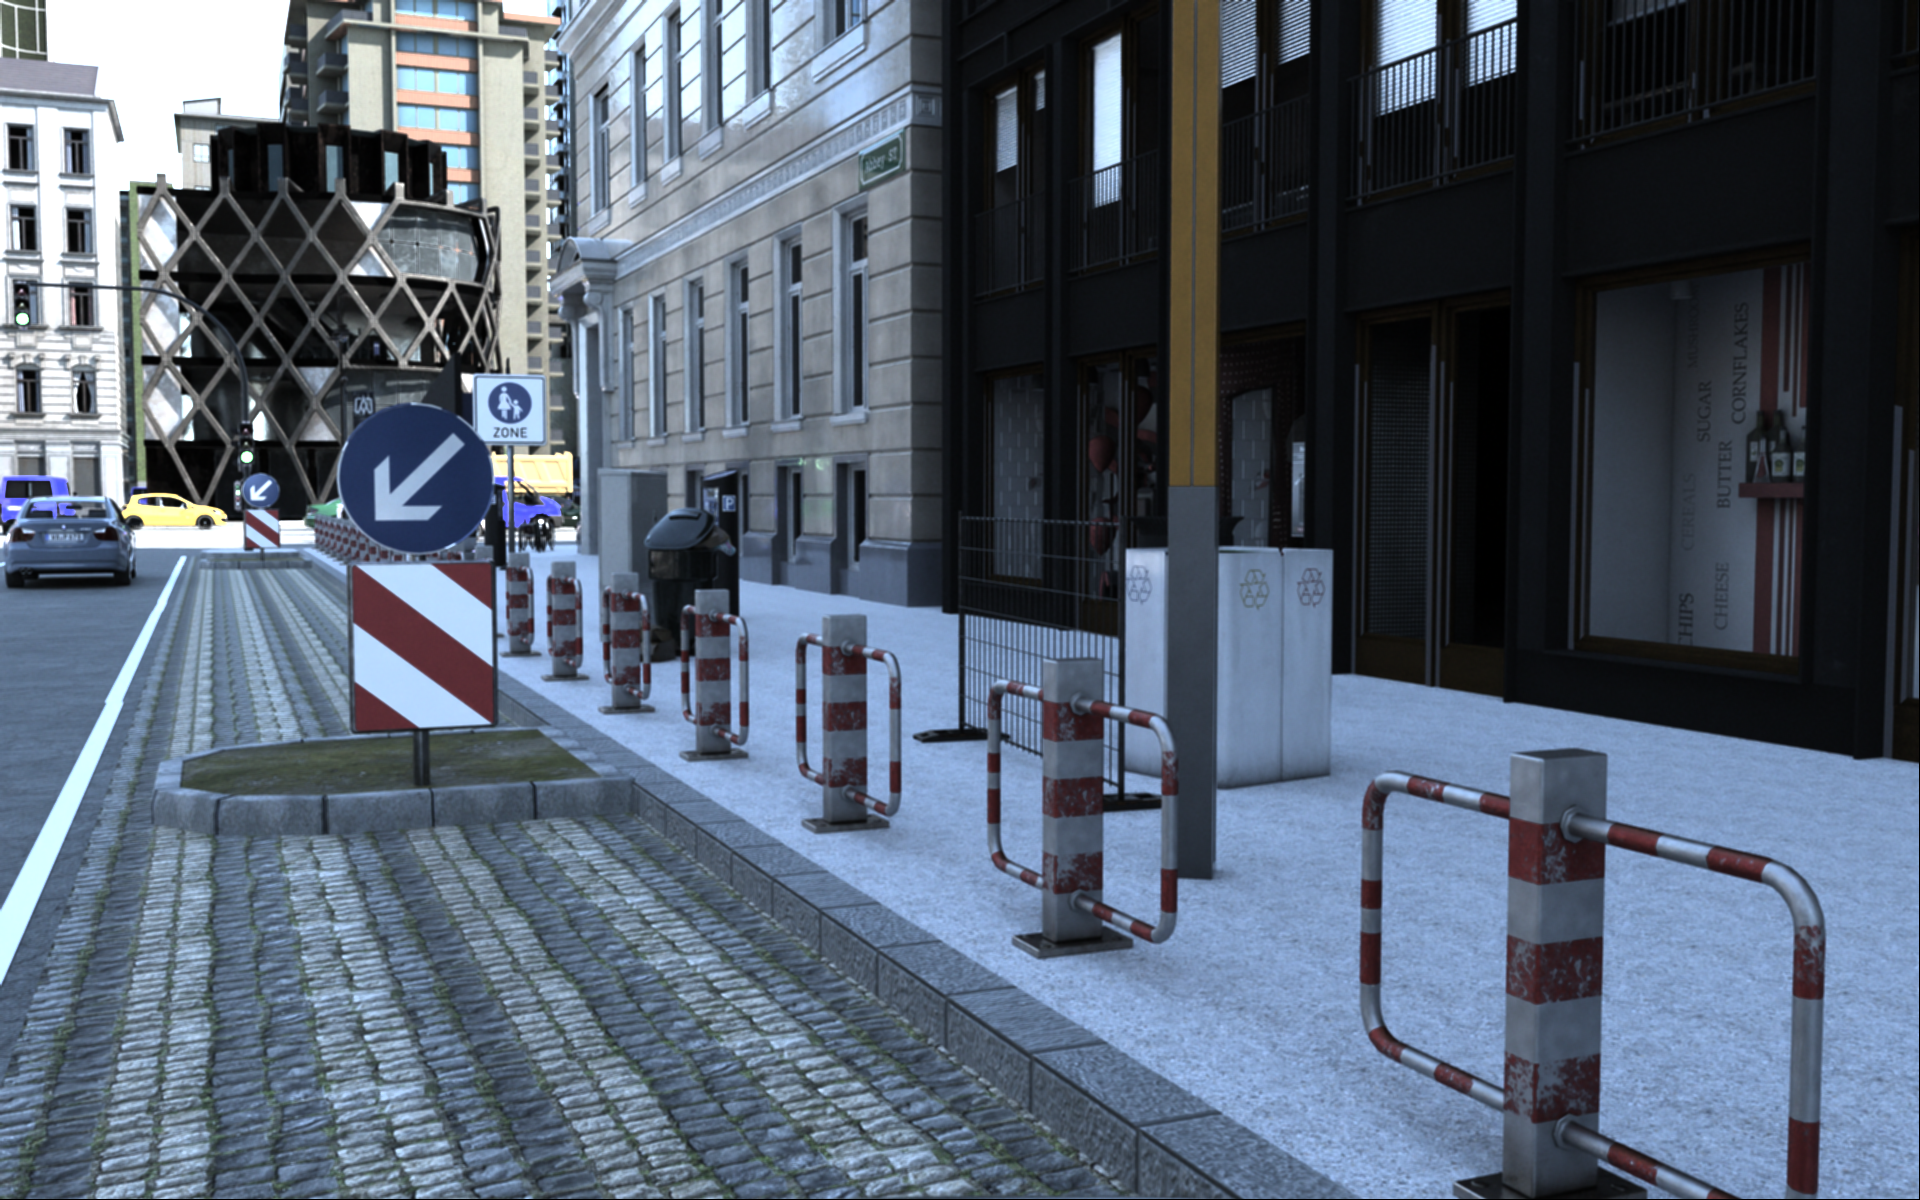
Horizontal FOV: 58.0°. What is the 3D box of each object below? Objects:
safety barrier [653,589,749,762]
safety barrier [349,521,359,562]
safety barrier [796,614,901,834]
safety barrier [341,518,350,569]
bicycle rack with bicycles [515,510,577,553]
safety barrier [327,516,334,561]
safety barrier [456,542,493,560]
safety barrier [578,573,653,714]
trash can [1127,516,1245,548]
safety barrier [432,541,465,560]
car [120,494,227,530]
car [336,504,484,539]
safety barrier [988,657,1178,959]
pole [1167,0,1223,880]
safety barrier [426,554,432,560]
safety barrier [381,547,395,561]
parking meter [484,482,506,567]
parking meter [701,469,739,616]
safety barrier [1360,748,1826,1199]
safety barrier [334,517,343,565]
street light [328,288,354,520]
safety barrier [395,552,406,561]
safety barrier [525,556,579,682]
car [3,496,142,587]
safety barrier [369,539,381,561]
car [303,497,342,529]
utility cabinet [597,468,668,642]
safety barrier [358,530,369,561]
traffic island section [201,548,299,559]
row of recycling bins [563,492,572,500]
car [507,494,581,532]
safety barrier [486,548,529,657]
[{"bbox_3d":[-1.200,0.359,8.409,0.300,0.817,1.120,-2,4,-23],"label":"safety barrier"},{"bbox_3d":[-9.573,-0.830,27.842,0.300,0.817,1.120,-2,4,-23],"label":"safety barrier"},{"bbox_3d":[-0.442,0.467,6.648,0.300,0.817,1.120,-2,4,-23],"label":"safety barrier"},{"bbox_3d":[-10.339,-0.938,29.619,0.300,0.817,1.120,-2,4,-23],"label":"safety barrier"},{"bbox_3d":[-8.957,-1.566,38.991,2.852,0.926,2.925,0,4,4],"label":"bicycle rack with bicycles"},{"bbox_3d":[-11.860,-1.155,33.153,0.300,0.817,1.120,-2,4,-23],"label":"safety barrier"},{"bbox_3d":[-4.253,-0.075,15.500,0.300,0.817,1.120,-2,4,-23],"label":"safety barrier"},{"bbox_3d":[-1.966,0.250,10.186,0.300,0.817,1.120,-2,4,-23],"label":"safety barrier"},{"bbox_3d":[1.444,0.032,11.127,0.748,1.137,0.748,0,3,0],"label":"trash can"},{"bbox_3d":[-5.013,-0.183,17.260,0.300,0.817,1.120,-2,4,-23],"label":"safety barrier"},{"bbox_3d":[-31.598,-3.625,69.500,3.980,1.641,2.015,-2,4,-24],"label":"car"},{"bbox_3d":[-16.640,-2.499,53.224,4.827,1.381,2.083,-1,4,-22],"label":"car"},{"bbox_3d":[0.319,0.574,4.888,0.300,0.817,1.120,-2,4,-23],"label":"safety barrier"},{"bbox_3d":[0.780,-0.728,5.749,0.158,3.312,0.155,0,3,0],"label":"pole"},{"bbox_3d":[-5.775,-0.291,19.026,0.300,0.817,1.120,-2,4,-23],"label":"safety barrier"},{"bbox_3d":[-7.292,-0.506,22.549,0.300,0.817,1.120,-2,4,-23],"label":"safety barrier"},{"bbox_3d":[-8.235,-1.362,30.673,0.372,1.533,0.369,0,3,0],"label":"parking meter"},{"bbox_3d":[-2.450,-0.569,17.710,0.372,1.533,0.369,0,3,0],"label":"parking meter"},{"bbox_3d":[1.072,0.682,3.125,0.300,0.817,1.120,-2,4,-23],"label":"safety barrier"},{"bbox_3d":[-11.100,-1.046,31.385,0.300,0.817,1.120,-2,4,-23],"label":"safety barrier"},{"bbox_3d":[-13.904,-4.050,39.000,0.468,5.910,1.993,-2,4,-23],"label":"street light"},{"bbox_3d":[-6.533,-0.398,20.787,0.300,0.817,1.120,-2,4,-23],"label":"safety barrier"},{"bbox_3d":[-2.733,0.142,11.956,0.300,0.817,1.120,-2,4,-23],"label":"safety barrier"},{"bbox_3d":[-14.365,-0.982,28.062,2.014,1.417,4.499,-2,4,-24],"label":"car"},{"bbox_3d":[-8.057,-0.614,24.320,0.300,0.817,1.120,-2,4,-23],"label":"safety barrier"},{"bbox_3d":[-20.690,-3.037,61.448,4.920,1.459,2.131,-1,4,-22],"label":"car"},{"bbox_3d":[-2.868,-0.407,15.335,0.318,1.500,1.173,0,4,6],"label":"utility cabinet"},{"bbox_3d":[-8.813,-0.722,26.082,0.300,0.817,1.120,-2,4,-23],"label":"safety barrier"},{"bbox_3d":[-16.047,-1.030,39.121,2.009,0.180,2.903,-2,4,-23],"label":"traffic island section"},{"bbox_3d":[-22.393,-5.921,103.921,3.534,1.692,1.069,-1,4,-19],"label":"row of recycling bins"},{"bbox_3d":[-15.767,-3.506,67.105,4.222,1.686,2.009,-2,4,-25],"label":"car"},{"bbox_3d":[-3.490,0.034,13.722,0.300,0.817,1.120,-2,4,-23],"label":"safety barrier"}]
